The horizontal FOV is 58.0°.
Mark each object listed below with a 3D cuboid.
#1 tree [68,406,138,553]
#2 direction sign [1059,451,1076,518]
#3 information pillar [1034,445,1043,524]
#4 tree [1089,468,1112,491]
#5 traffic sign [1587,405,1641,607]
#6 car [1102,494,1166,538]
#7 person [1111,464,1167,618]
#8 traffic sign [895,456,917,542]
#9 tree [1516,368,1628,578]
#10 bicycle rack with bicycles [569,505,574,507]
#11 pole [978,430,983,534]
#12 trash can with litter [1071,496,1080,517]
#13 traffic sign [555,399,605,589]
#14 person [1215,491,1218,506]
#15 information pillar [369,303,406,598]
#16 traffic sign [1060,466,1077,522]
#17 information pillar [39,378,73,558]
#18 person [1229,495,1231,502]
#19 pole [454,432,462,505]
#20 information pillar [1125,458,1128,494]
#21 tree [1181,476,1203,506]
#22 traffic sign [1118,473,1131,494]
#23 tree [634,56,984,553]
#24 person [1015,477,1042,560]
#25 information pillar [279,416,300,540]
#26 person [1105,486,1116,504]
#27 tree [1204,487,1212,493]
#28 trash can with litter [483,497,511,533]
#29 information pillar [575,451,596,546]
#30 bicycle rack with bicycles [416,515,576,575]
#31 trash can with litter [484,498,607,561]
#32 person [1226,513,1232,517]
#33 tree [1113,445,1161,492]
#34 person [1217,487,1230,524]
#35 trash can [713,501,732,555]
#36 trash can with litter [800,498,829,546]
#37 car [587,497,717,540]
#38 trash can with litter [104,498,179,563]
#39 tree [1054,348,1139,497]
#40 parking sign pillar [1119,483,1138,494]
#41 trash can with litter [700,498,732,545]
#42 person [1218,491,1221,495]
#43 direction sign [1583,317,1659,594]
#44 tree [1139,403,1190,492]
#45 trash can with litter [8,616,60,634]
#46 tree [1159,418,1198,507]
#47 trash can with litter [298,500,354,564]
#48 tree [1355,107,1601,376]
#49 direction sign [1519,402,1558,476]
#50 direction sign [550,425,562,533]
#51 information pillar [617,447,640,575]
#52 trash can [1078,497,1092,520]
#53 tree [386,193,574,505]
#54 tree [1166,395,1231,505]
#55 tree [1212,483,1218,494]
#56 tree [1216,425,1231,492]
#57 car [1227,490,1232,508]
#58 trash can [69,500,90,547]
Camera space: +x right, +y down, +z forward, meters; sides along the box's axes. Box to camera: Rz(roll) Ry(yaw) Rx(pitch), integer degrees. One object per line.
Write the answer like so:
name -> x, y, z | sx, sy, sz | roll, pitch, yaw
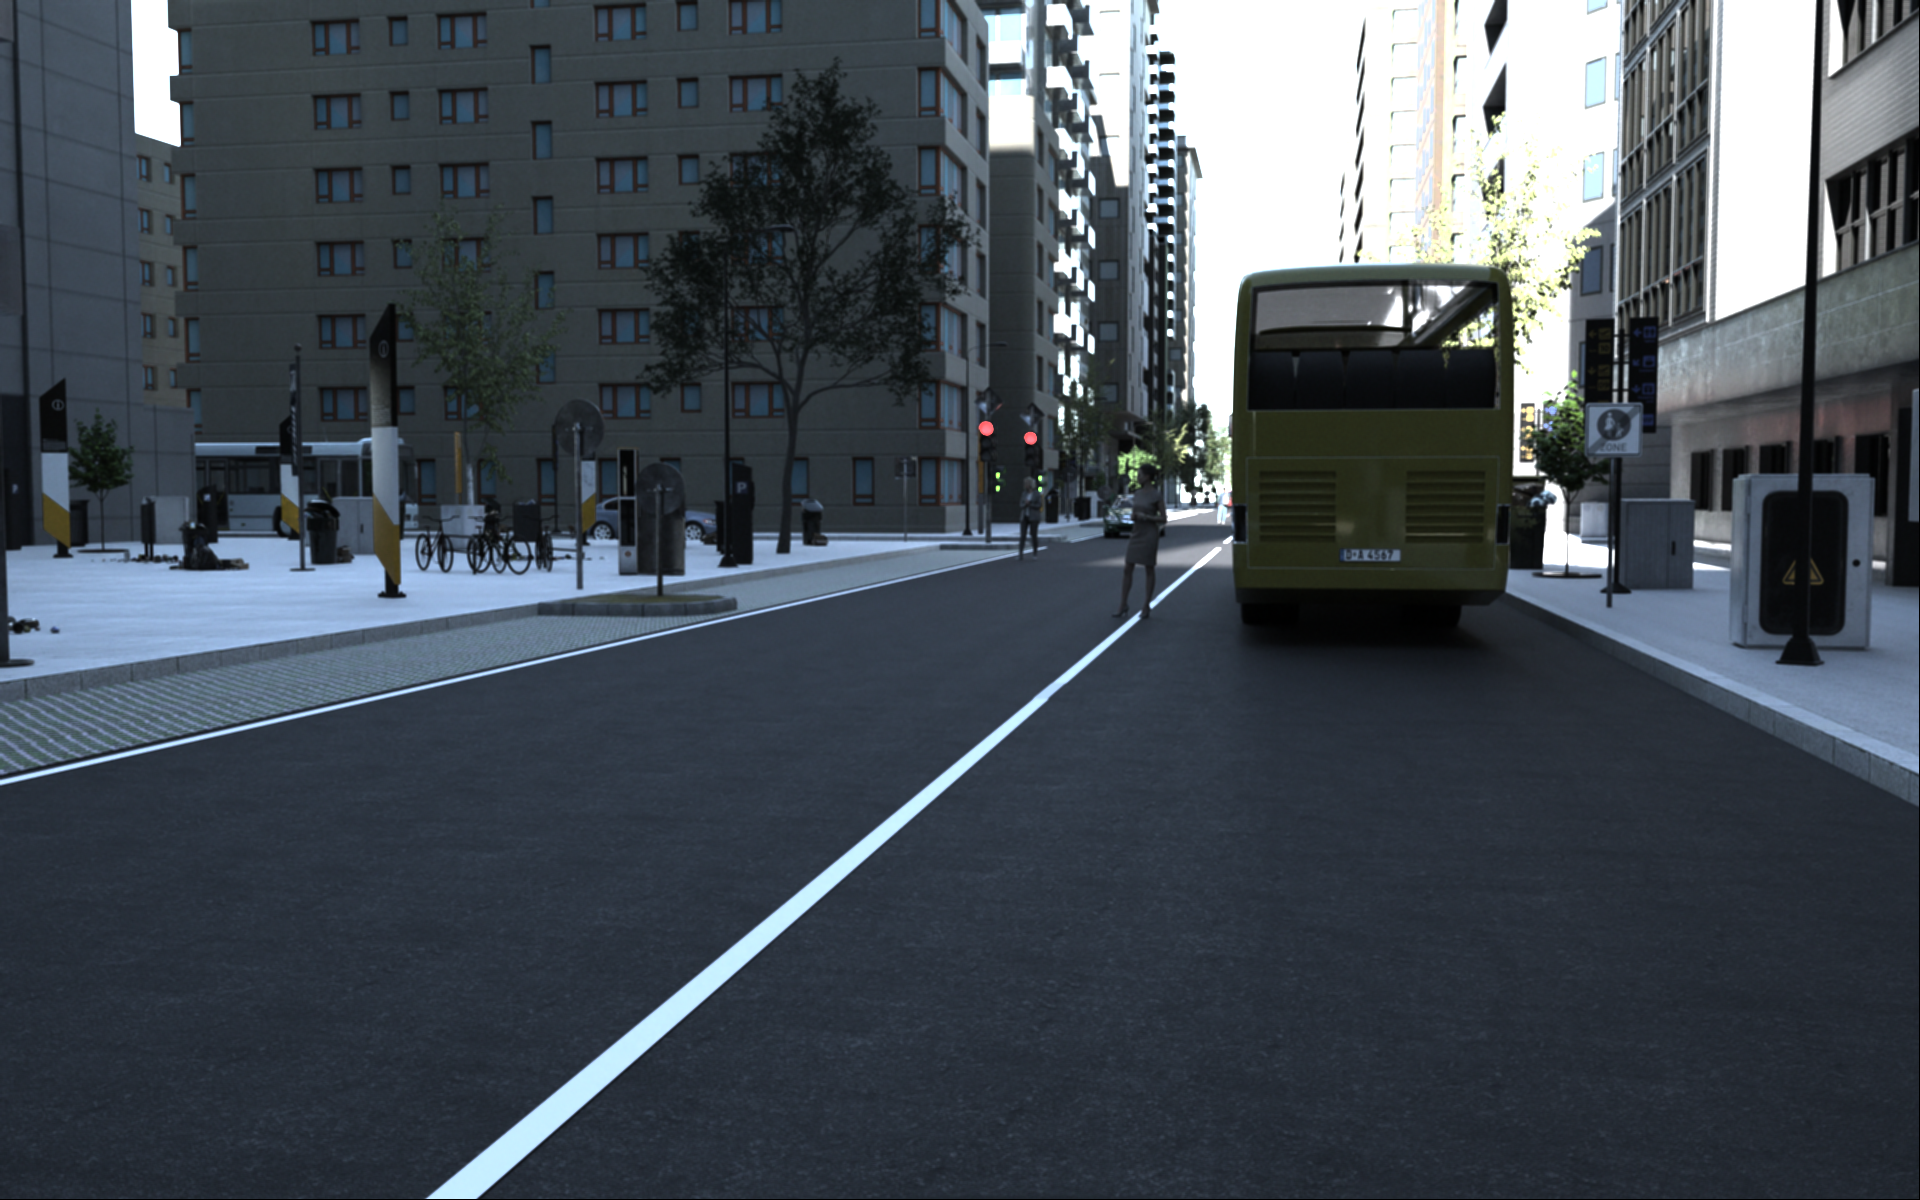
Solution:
tree -> -19.030, -2.659, 38.081 | 1.663, 3.219, 1.824 | 0, 3, 0
direction sign -> 5.693, -6.099, 91.710 | 0.876, 3.537, 0.379 | 0, 4, -4
information pillar -> 3.369, -5.115, 74.991 | 0.504, 3.616, 0.183 | -2, 4, -31
tree -> 10.187, -8.044, 126.120 | 1.663, 3.219, 1.824 | 0, 3, 0
traffic sign -> 7.347, -1.064, 19.532 | 0.606, 2.300, 0.079 | 1, 4, 11
car -> 5.890, -2.832, 58.099 | 2.131, 1.459, 4.920 | 1, 4, 10
person -> 2.085, -0.687, 20.075 | 0.599, 1.781, 0.374 | 3, 5, 44
traffic sign -> -1.462, -2.716, 46.530 | 0.606, 2.300, 0.079 | 1, 4, 15
tree -> 9.532, -1.963, 26.704 | 1.663, 3.219, 1.824 | 0, 3, 0
bicycle rack with bicycles -> -11.604, -2.665, 56.955 | 2.852, 0.926, 2.925 | 0, 4, -3
pole -> 0.665, -3.765, 55.408 | 0.158, 3.312, 0.155 | 0, 3, 0
trash can with litter -> 6.443, -5.100, 94.773 | 0.624, 1.170, 1.055 | 1, 4, 10
traffic sign -> -5.127, -1.417, 23.281 | 0.768, 2.556, 0.104 | 1, 4, 20
person -> 27.204, -10.637, 183.143 | 0.721, 1.736, 1.217 | 2, 4, 29
information pillar -> -7.118, -1.841, 21.460 | 0.504, 3.616, 0.183 | 3, 5, 41
traffic sign -> 4.946, -4.830, 79.083 | 0.768, 2.556, 0.104 | 1, 4, 18
information pillar -> -18.161, -2.656, 34.781 | 0.504, 3.616, 0.183 | -2, 4, -35
person -> 19.334, -6.946, 121.837 | 0.659, 1.850, 0.755 | 3, 4, 38
pole -> -16.480, -3.858, 56.921 | 0.158, 3.312, 0.155 | 0, 3, 0
information pillar -> 10.804, -7.389, 112.157 | 0.183, 3.616, 0.504 | -1, 4, -9
tree -> 28.357, -13.277, 211.687 | 1.663, 3.219, 1.824 | 0, 3, 0
traffic sign -> 10.058, -6.481, 106.070 | 0.768, 2.556, 0.104 | 1, 4, 19
tree -> -3.516, -6.273, 36.970 | 7.601, 10.594, 8.767 | 2, 4, 24
person -> 1.524, -1.774, 37.681 | 0.537, 1.800, 0.526 | 2, 4, 35
information pillar -> -18.622, -3.474, 48.154 | 0.504, 3.616, 0.183 | 0, 4, -3
person -> 6.898, -4.346, 79.808 | 0.600, 1.795, 0.529 | 0, 4, 8
tree -> 31.627, -14.266, 227.847 | 1.663, 3.219, 1.824 | 0, 3, 0
trash can with litter -> -15.231, -2.794, 57.077 | 1.055, 1.170, 0.624 | 2, 4, 32
information pillar -> -9.343, -3.168, 43.151 | 0.504, 3.616, 0.183 | 0, 4, 0
bicycle rack with bicycles -> -7.506, -0.932, 28.625 | 2.852, 0.926, 2.925 | -2, 4, -31
trash can with litter -> -8.042, -1.386, 33.718 | 2.233, 1.210, 1.678 | 0, 4, -6
person -> 12.637, -3.951, 78.595 | 0.738, 1.151, 1.012 | -1, 4, -18
tree -> 11.875, -8.103, 116.195 | 4.285, 4.588, 4.351 | 0, 3, 0
person -> 12.775, -4.599, 84.036 | 0.623, 1.781, 0.721 | 0, 4, 4
trash can -> -4.882, -1.544, 36.898 | 0.748, 1.137, 0.748 | 0, 3, 0
trash can with litter -> -3.566, -1.947, 43.218 | 0.624, 1.170, 1.055 | -2, 4, -28
car -> -8.861, -2.339, 50.250 | 4.499, 1.417, 2.014 | 1, 4, 12
trash can with litter -> -15.405, -1.329, 32.783 | 1.678, 1.210, 2.233 | -2, 4, -35
tree -> 6.212, -8.420, 88.023 | 4.737, 8.622, 4.395 | 0, 3, 0
parking sign pillar -> 11.997, -8.244, 123.260 | 1.447, 3.967, 1.447 | 1, 4, 21
trash can with litter -> -6.095, -1.979, 43.745 | 1.055, 1.170, 0.624 | 2, 4, 28
person -> 32.147, -12.576, 214.208 | 1.348, 1.812, 0.705 | -3, 5, -40
direction sign -> 8.514, -1.858, 22.376 | 0.876, 3.537, 0.379 | 2, 4, 23
tree -> 16.288, -11.583, 139.739 | 4.737, 8.622, 4.395 | 0, 3, 0
trash can with litter -> -9.139, -0.288, 15.763 | 1.678, 1.210, 2.233 | 0, 4, -6
tree -> 21.256, -13.265, 167.248 | 4.360, 8.622, 3.978 | 0, 3, 0
trash can with litter -> -11.677, -1.259, 31.974 | 0.624, 1.170, 1.055 | 1, 4, 9
tree -> 10.030, -5.059, 33.085 | 4.737, 8.622, 4.395 | 0, 3, 0
direction sign -> 14.287, -3.109, 42.836 | 0.876, 3.537, 0.379 | 2, 4, 26
direction sign -> -13.319, -3.978, 57.035 | 0.379, 3.537, 0.876 | 0, 4, -4
information pillar -> -5.243, -1.403, 27.436 | 0.304, 2.012, 0.304 | 0, 4, -2
trash can -> 6.212, -4.570, 86.369 | 0.748, 1.137, 0.748 | 0, 3, 0
tree -> -12.083, -5.692, 43.420 | 4.737, 8.622, 4.395 | 0, 3, 0
tree -> 27.154, -17.396, 201.424 | 9.611, 12.733, 9.660 | 0, 3, 0
tree -> 38.798, -16.512, 264.564 | 1.663, 3.219, 1.824 | 0, 3, 0
tree -> 42.926, -22.392, 284.227 | 7.486, 12.596, 7.792 | 0, 3, 0
car -> 24.357, -8.831, 153.052 | 2.281, 1.827, 5.304 | 1, 4, 9
trash can -> -21.627, -1.873, 42.279 | 0.748, 1.137, 0.748 | 0, 3, 0
